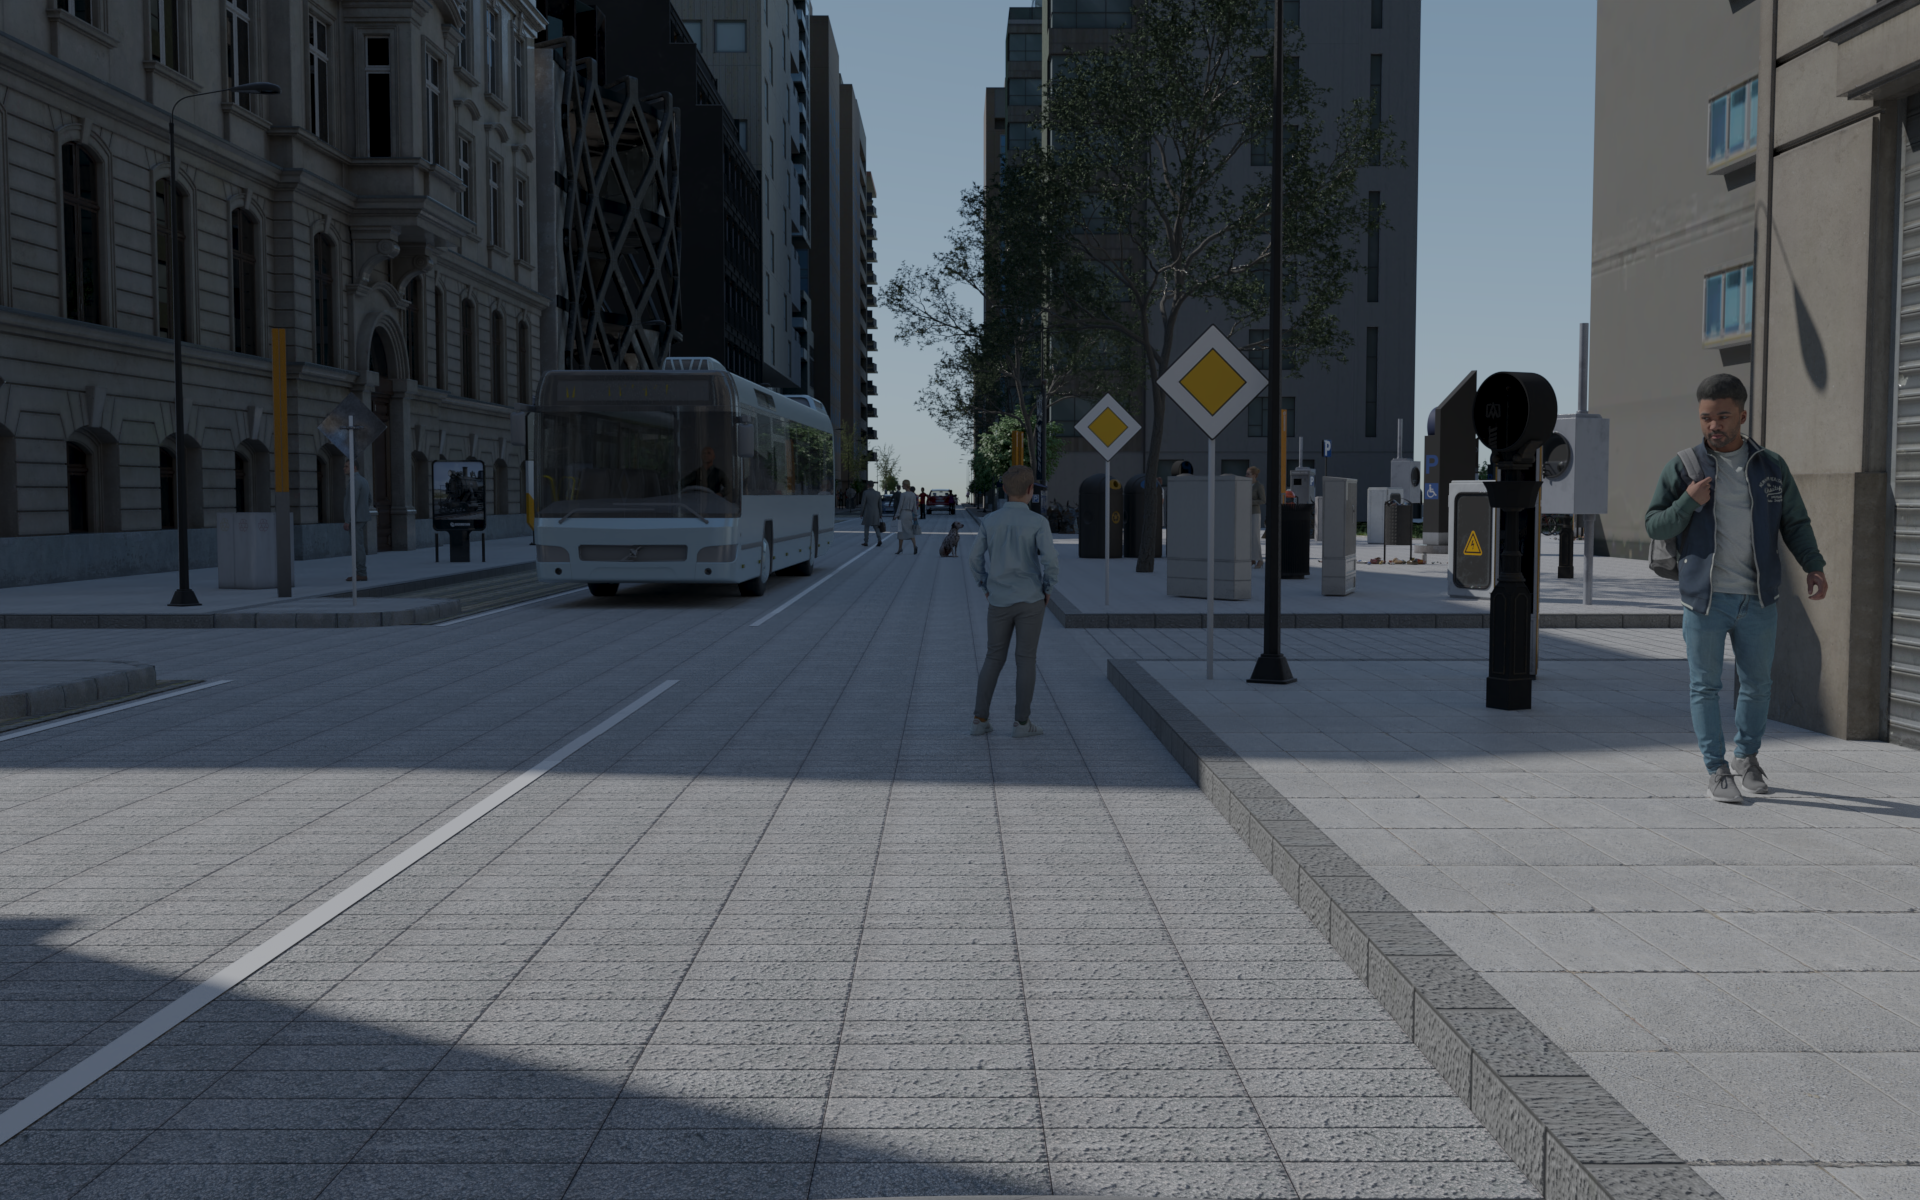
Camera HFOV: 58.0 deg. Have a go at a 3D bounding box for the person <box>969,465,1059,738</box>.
[{"bbox_3d":[0.333,0.004,10.252,0.589,1.601,0.330,2,4,31],"label":"person"}]

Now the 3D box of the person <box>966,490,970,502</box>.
[{"bbox_3d":[1.122,-14.415,241.592,0.709,1.838,0.599,-1,4,-11],"label":"person"}]

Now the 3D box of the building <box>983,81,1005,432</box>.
[{"bbox_3d":[9.555,-32.869,187.518,14.600,45.320,14.200,0,4,0],"label":"building"}]

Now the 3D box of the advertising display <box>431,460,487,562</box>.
[{"bbox_3d":[-9.413,-1.673,32.565,0.974,1.923,0.123,-1,4,-8],"label":"advertising display"}]

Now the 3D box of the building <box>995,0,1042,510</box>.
[{"bbox_3d":[14.183,-49.886,128.308,22.319,86.520,31.000,0,4,0],"label":"building"}]

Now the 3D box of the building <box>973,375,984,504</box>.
[{"bbox_3d":[15.806,-24.182,240.408,27.650,21.520,28.899,0,4,0],"label":"building"}]

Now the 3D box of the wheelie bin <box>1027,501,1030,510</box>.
[{"bbox_3d":[3.588,-5.135,91.863,0.980,1.594,0.693,3,5,39],"label":"wheelie bin"}]

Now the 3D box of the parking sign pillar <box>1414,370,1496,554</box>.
[{"bbox_3d":[10.595,-2.996,37.457,1.447,3.967,1.447,-3,5,-39],"label":"parking sign pillar"}]

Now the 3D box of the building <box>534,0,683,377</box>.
[{"bbox_3d":[-18.877,-11.968,63.123,16.820,18.784,16.811,0,4,0],"label":"building"}]

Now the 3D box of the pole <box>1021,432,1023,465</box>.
[{"bbox_3d":[1.974,-3.849,56.770,0.158,3.312,0.155,0,3,0],"label":"pole"}]

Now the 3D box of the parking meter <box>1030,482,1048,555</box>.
[{"bbox_3d":[1.667,-1.716,36.467,0.372,1.533,0.369,0,3,0],"label":"parking meter"}]

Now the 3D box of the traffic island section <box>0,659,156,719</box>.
[{"bbox_3d":[-6.968,0.631,11.963,2.009,0.180,2.903,0,4,0],"label":"traffic island section"}]

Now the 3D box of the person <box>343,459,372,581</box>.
[{"bbox_3d":[-8.896,-1.187,25.546,0.391,1.810,0.635,-1,4,-12],"label":"person"}]

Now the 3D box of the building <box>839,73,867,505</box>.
[{"bbox_3d":[-22.133,-35.477,203.749,21.300,48.544,21.600,0,4,0],"label":"building"}]

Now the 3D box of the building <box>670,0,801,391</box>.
[{"bbox_3d":[-24.383,-31.741,108.210,28.713,52.752,27.495,0,4,0],"label":"building"}]

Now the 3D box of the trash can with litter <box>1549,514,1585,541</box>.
[{"bbox_3d":[17.084,-2.278,48.302,1.678,1.210,2.233,2,4,34],"label":"trash can with litter"}]

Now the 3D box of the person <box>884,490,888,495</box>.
[{"bbox_3d":[-5.318,-7.171,126.473,0.721,1.736,1.217,-2,4,-33],"label":"person"}]

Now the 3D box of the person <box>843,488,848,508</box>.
[{"bbox_3d":[-10.274,-9.272,157.571,1.348,1.831,0.705,3,5,41],"label":"person"}]

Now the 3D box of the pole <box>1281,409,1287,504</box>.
[{"bbox_3d":[7.768,-2.937,41.855,0.158,3.312,0.155,0,3,0],"label":"pole"}]

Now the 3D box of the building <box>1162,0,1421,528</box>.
[{"bbox_3d":[10.283,-18.329,71.376,14.160,30.474,14.107,0,4,0],"label":"building"}]

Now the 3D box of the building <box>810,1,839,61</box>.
[{"bbox_3d":[-18.482,-31.220,160.554,14.600,45.320,14.200,0,4,0],"label":"building"}]

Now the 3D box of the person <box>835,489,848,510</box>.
[{"bbox_3d":[-9.876,-8.393,143.984,1.217,1.735,0.721,-1,4,-18],"label":"person"}]

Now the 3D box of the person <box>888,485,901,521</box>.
[{"bbox_3d":[-2.865,-4.393,80.096,0.755,1.850,0.659,-2,4,-29],"label":"person"}]

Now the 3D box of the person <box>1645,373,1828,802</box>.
[{"bbox_3d":[3.237,-0.057,7.315,0.623,1.781,0.721,0,4,-1],"label":"person"}]

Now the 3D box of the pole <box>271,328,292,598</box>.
[{"bbox_3d":[-8.410,-1.689,21.464,0.158,3.312,0.155,0,3,0],"label":"pole"}]

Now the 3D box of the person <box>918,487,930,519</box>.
[{"bbox_3d":[-2.137,-5.476,97.977,1.348,1.831,0.705,3,5,44],"label":"person"}]

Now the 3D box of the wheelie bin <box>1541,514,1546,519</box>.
[{"bbox_3d":[24.887,-4.083,74.668,0.693,1.594,0.980,-2,4,-29],"label":"wheelie bin"}]

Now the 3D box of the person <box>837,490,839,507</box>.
[{"bbox_3d":[-12.509,-10.329,177.348,0.705,1.831,1.348,0,4,-7],"label":"person"}]

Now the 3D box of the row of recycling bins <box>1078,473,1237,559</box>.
[{"bbox_3d":[4.117,-1.708,35.042,3.534,1.692,1.069,-1,4,-13],"label":"row of recycling bins"}]

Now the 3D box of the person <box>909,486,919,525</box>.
[{"bbox_3d":[-1.619,-3.219,61.972,0.643,1.720,0.563,-2,4,-24],"label":"person"}]

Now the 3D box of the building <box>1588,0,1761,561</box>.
[{"bbox_3d":[23.732,-24.902,30.846,21.600,48.544,21.300,0,4,0],"label":"building"}]

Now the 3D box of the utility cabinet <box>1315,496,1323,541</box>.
[{"bbox_3d":[10.240,-2.215,47.379,1.020,1.237,0.306,0,4,-6],"label":"utility cabinet"}]

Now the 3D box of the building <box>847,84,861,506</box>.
[{"bbox_3d":[-17.988,-32.776,185.999,14.600,45.320,14.200,0,4,0],"label":"building"}]

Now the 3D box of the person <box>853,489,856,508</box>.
[{"bbox_3d":[-9.965,-9.485,161.932,0.742,1.727,0.445,3,4,36],"label":"person"}]

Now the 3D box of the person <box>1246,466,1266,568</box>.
[{"bbox_3d":[5.041,-1.435,30.047,0.362,1.759,0.519,-2,4,-25],"label":"person"}]

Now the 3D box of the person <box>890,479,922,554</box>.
[{"bbox_3d":[-1.274,-1.971,41.075,0.694,1.780,0.624,-2,4,-30],"label":"person"}]

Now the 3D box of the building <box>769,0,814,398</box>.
[{"bbox_3d":[-22.052,-50.388,136.519,22.319,86.520,31.000,0,4,0],"label":"building"}]

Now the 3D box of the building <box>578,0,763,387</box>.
[{"bbox_3d":[-16.745,-15.631,85.247,12.332,23.373,15.834,0,4,0],"label":"building"}]

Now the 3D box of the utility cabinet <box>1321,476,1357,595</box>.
[{"bbox_3d":[4.871,-0.825,22.166,0.318,1.500,1.173,1,4,19],"label":"utility cabinet"}]

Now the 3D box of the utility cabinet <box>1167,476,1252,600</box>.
[{"bbox_3d":[3.054,-0.767,21.211,0.318,1.500,1.173,-3,4,-36],"label":"utility cabinet"}]

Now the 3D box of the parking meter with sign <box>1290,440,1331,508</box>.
[{"bbox_3d":[11.121,-3.669,56.248,1.738,3.016,0.543,3,4,37],"label":"parking meter with sign"}]

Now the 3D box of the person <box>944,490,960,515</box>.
[{"bbox_3d":[-0.558,-6.694,118.636,1.217,1.739,0.721,2,4,26],"label":"person"}]

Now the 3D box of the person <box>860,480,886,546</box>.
[{"bbox_3d":[-2.421,-2.374,47.412,0.694,1.812,0.767,-2,4,-29],"label":"person"}]

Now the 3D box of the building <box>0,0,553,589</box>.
[{"bbox_3d":[-18.208,-13.338,37.167,14.460,24.649,34.723,0,4,0],"label":"building"}]

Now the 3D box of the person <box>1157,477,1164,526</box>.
[{"bbox_3d":[5.519,-2.594,49.018,0.524,1.755,0.480,-2,4,-30],"label":"person"}]

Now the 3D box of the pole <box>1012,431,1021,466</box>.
[{"bbox_3d":[1.772,-3.794,55.880,0.158,3.312,0.155,0,3,0],"label":"pole"}]

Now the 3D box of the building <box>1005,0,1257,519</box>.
[{"bbox_3d":[9.734,-20.508,107.003,14.160,30.474,14.107,0,4,0],"label":"building"}]

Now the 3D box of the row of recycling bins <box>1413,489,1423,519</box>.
[{"bbox_3d":[24.070,-5.064,89.904,3.534,1.692,1.069,2,4,31],"label":"row of recycling bins"}]

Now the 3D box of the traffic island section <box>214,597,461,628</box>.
[{"bbox_3d":[-7.003,0.143,19.948,2.009,0.180,2.903,0,4,0],"label":"traffic island section"}]

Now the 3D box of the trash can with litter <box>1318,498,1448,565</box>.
[{"bbox_3d":[7.766,-1.283,32.032,2.233,1.210,1.678,2,4,35],"label":"trash can with litter"}]

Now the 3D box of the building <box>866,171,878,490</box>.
[{"bbox_3d":[-22.232,-35.133,229.051,22.147,44.769,28.867,0,4,0],"label":"building"}]

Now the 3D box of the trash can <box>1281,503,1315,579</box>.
[{"bbox_3d":[4.998,-0.892,26.245,0.748,1.137,0.748,0,3,0],"label":"trash can"}]

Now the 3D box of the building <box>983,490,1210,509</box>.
[{"bbox_3d":[18.331,-28.483,157.570,32.217,40.220,23.993,0,4,0],"label":"building"}]
